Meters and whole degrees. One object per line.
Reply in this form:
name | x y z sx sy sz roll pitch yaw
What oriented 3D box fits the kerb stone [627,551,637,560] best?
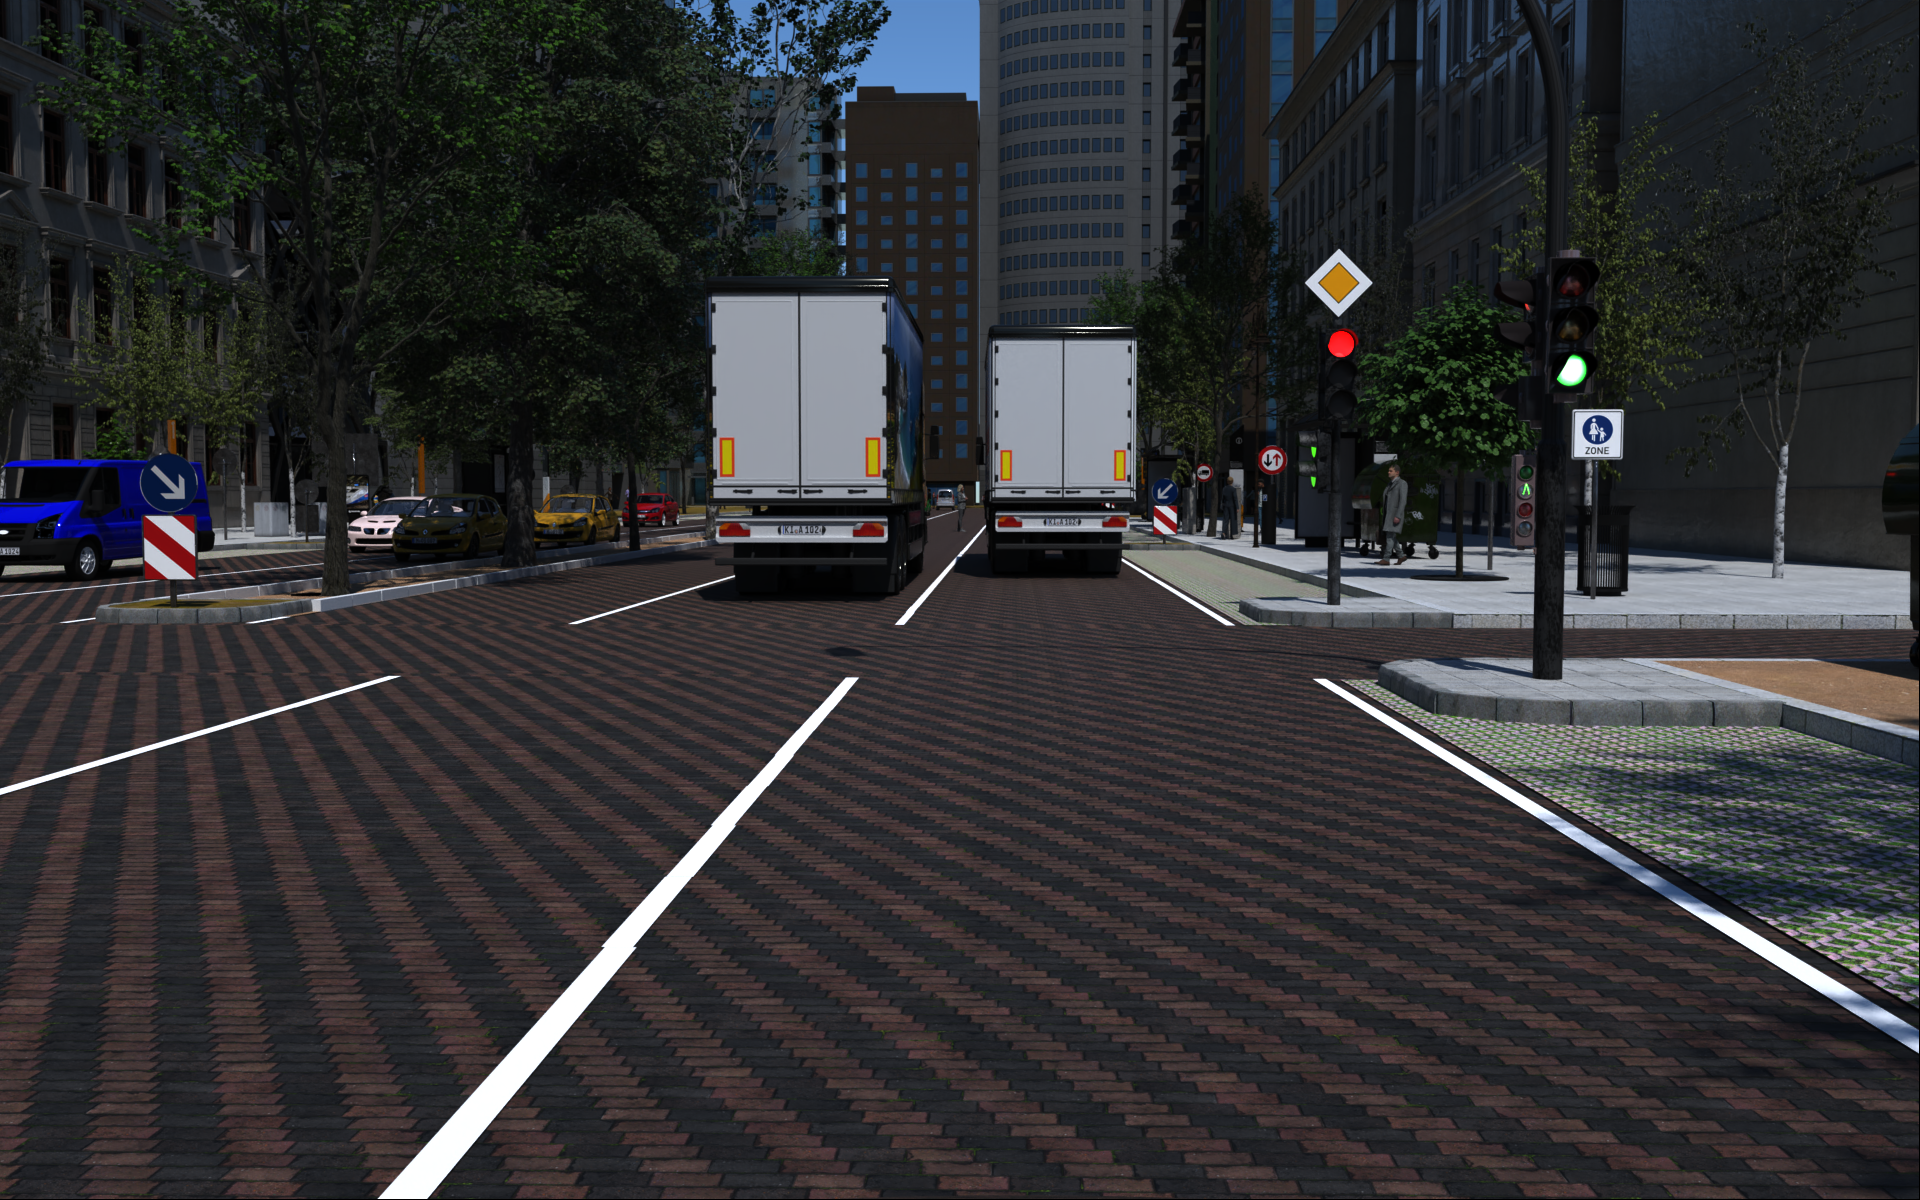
kerb stone | -7.290 -0.959 37.872 0.120 0.150 1.000 0 4 2

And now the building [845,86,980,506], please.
building | -4.997 -33.244 193.655 14.200 45.320 14.600 0 4 2

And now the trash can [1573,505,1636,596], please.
trash can | 8.127 -0.626 21.887 0.748 1.137 0.748 0 3 0

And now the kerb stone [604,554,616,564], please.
kerb stone | -7.350 -0.833 35.823 0.120 0.150 1.000 0 4 2

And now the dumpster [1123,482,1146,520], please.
dumpster | 8.749 -4.944 86.599 1.264 1.857 1.865 0 4 2

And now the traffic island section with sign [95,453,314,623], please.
traffic island section with sign | -8.871 -0.733 20.120 2.006 1.907 1.989 0 4 2

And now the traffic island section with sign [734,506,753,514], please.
traffic island section with sign | -14.893 -6.973 122.630 1.989 1.847 2.006 0 4 2

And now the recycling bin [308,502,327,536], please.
recycling bin | -19.693 -2.506 53.524 0.722 1.027 0.722 2 4 35

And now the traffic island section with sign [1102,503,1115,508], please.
traffic island section with sign | 5.957 -3.870 71.902 1.989 1.847 2.006 0 4 2

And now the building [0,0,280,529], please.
building | -32.864 -13.625 58.925 11.583 22.565 21.152 0 4 2

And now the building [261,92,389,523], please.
building | -35.424 -12.930 78.854 16.820 18.784 16.811 0 4 2

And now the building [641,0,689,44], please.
building | -39.671 -32.598 152.586 30.456 49.044 23.786 0 4 2

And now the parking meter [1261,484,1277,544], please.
parking meter | 7.884 -2.189 44.202 0.372 1.533 0.369 0 3 0

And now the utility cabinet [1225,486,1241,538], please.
utility cabinet | 7.863 -2.514 49.779 0.318 1.500 1.173 1 4 17

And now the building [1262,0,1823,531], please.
building | 23.944 -15.039 79.168 16.112 22.955 30.059 0 4 2

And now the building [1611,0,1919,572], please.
building | 30.174 -12.323 34.770 30.059 22.955 16.112 0 4 2

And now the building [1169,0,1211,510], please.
building | 29.481 -30.112 146.954 22.147 44.769 28.867 0 4 2

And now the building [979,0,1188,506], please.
building | 16.300 -39.992 195.875 28.212 58.520 21.231 0 4 2

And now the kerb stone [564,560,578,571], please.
kerb stone | -7.449 -0.645 32.744 0.120 0.150 1.000 0 4 2

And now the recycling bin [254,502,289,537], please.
recycling bin | -20.788 -2.430 52.282 0.722 1.027 0.722 2 4 24

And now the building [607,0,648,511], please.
building | -32.306 -27.399 131.563 14.154 41.232 14.086 0 4 2

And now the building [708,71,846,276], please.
building | -27.631 -35.440 199.048 30.456 49.044 23.786 0 4 2

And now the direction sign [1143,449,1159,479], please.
direction sign | 9.699 -5.869 87.957 0.876 3.537 0.379 2 4 31

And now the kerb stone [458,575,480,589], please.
kerb stone | -7.635 -0.265 26.609 0.120 0.150 1.000 0 4 2

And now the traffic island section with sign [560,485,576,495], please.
traffic island section with sign | -16.471 -3.901 72.407 1.989 1.847 2.006 0 4 2

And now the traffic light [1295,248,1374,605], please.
traffic light | 4.308 -1.897 19.938 0.839 4.253 0.868 0 4 2

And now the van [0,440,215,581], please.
van | -15.157 -1.579 30.201 2.240 2.365 5.245 0 4 3

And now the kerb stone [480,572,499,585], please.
kerb stone | -7.599 -0.333 27.635 0.120 0.150 1.000 0 4 2

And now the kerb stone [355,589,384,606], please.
kerb stone | -7.765 -0.017 22.511 0.120 0.150 1.000 0 4 2

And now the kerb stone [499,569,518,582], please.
kerb stone | -7.567 -0.395 28.656 0.120 0.150 1.000 0 4 2

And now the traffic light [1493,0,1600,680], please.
traffic light | 1.967 -2.276 11.880 4.771 5.953 1.251 0 4 2

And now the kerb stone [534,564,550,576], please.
kerb stone | -7.502 -0.520 30.700 0.120 0.150 1.000 0 4 2

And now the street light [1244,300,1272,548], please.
street light | 7.097 -4.194 41.362 0.468 5.910 1.993 0 4 2

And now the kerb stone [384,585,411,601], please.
kerb stone | -7.729 -0.082 23.532 0.120 0.150 1.000 0 4 2

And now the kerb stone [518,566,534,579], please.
kerb stone | -7.541 -0.458 29.678 0.120 0.150 1.000 0 4 2

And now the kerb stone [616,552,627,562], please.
kerb stone | -7.321 -0.896 36.850 0.120 0.150 1.000 0 4 2

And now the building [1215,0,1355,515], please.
building | 24.288 -28.206 111.277 14.600 45.320 14.200 0 4 2

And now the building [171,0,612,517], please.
building | -35.995 -34.709 109.490 21.231 58.520 28.212 0 4 2

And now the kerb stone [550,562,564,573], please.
kerb stone | -7.484 -0.580 31.722 0.120 0.150 1.000 0 4 2

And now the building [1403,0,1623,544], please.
building | 22.458 -16.361 53.411 13.634 28.700 20.117 0 4 2

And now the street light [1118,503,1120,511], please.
street light | 8.700 -7.452 94.634 0.468 5.910 1.993 0 4 2

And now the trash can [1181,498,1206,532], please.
trash can | 7.942 -2.872 58.603 0.748 1.137 0.748 0 3 0

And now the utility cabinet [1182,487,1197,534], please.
utility cabinet | 7.350 -2.870 55.599 0.318 1.500 1.173 0 3 0

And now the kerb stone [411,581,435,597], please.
kerb stone | -7.706 -0.139 24.560 0.120 0.150 1.000 0 4 2

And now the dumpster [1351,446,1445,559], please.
dumpster | 8.805 -1.977 34.818 1.502 2.255 1.985 0 4 2

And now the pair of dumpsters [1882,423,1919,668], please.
pair of dumpsters | 7.546 -0.499 10.647 1.574 2.255 4.437 0 4 2

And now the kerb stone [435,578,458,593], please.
kerb stone | -7.671 -0.204 25.583 0.120 0.150 1.000 0 4 2

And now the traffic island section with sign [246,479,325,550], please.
traffic island section with sign | -17.301 -2.245 45.339 1.989 1.847 2.006 0 4 2

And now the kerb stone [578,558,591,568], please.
kerb stone | -7.422 -0.708 33.771 0.120 0.150 1.000 0 4 2

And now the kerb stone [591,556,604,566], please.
kerb stone | -7.380 -0.771 34.794 0.120 0.150 1.000 0 4 2

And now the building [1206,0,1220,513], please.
building | 24.929 -27.044 125.756 14.154 41.232 14.086 0 4 2

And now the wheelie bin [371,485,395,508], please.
wheelie bin | -20.550 -3.291 61.717 0.693 1.594 0.980 0 4 -1

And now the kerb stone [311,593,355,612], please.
kerb stone | -7.789 0.044 21.483 0.120 0.150 1.000 0 4 2

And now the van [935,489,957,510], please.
van | -1.272 -8.987 153.946 2.013 2.044 4.112 0 4 1

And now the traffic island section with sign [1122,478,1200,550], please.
traffic island section with sign | 5.109 -2.202 44.638 1.989 1.847 2.006 0 4 2
